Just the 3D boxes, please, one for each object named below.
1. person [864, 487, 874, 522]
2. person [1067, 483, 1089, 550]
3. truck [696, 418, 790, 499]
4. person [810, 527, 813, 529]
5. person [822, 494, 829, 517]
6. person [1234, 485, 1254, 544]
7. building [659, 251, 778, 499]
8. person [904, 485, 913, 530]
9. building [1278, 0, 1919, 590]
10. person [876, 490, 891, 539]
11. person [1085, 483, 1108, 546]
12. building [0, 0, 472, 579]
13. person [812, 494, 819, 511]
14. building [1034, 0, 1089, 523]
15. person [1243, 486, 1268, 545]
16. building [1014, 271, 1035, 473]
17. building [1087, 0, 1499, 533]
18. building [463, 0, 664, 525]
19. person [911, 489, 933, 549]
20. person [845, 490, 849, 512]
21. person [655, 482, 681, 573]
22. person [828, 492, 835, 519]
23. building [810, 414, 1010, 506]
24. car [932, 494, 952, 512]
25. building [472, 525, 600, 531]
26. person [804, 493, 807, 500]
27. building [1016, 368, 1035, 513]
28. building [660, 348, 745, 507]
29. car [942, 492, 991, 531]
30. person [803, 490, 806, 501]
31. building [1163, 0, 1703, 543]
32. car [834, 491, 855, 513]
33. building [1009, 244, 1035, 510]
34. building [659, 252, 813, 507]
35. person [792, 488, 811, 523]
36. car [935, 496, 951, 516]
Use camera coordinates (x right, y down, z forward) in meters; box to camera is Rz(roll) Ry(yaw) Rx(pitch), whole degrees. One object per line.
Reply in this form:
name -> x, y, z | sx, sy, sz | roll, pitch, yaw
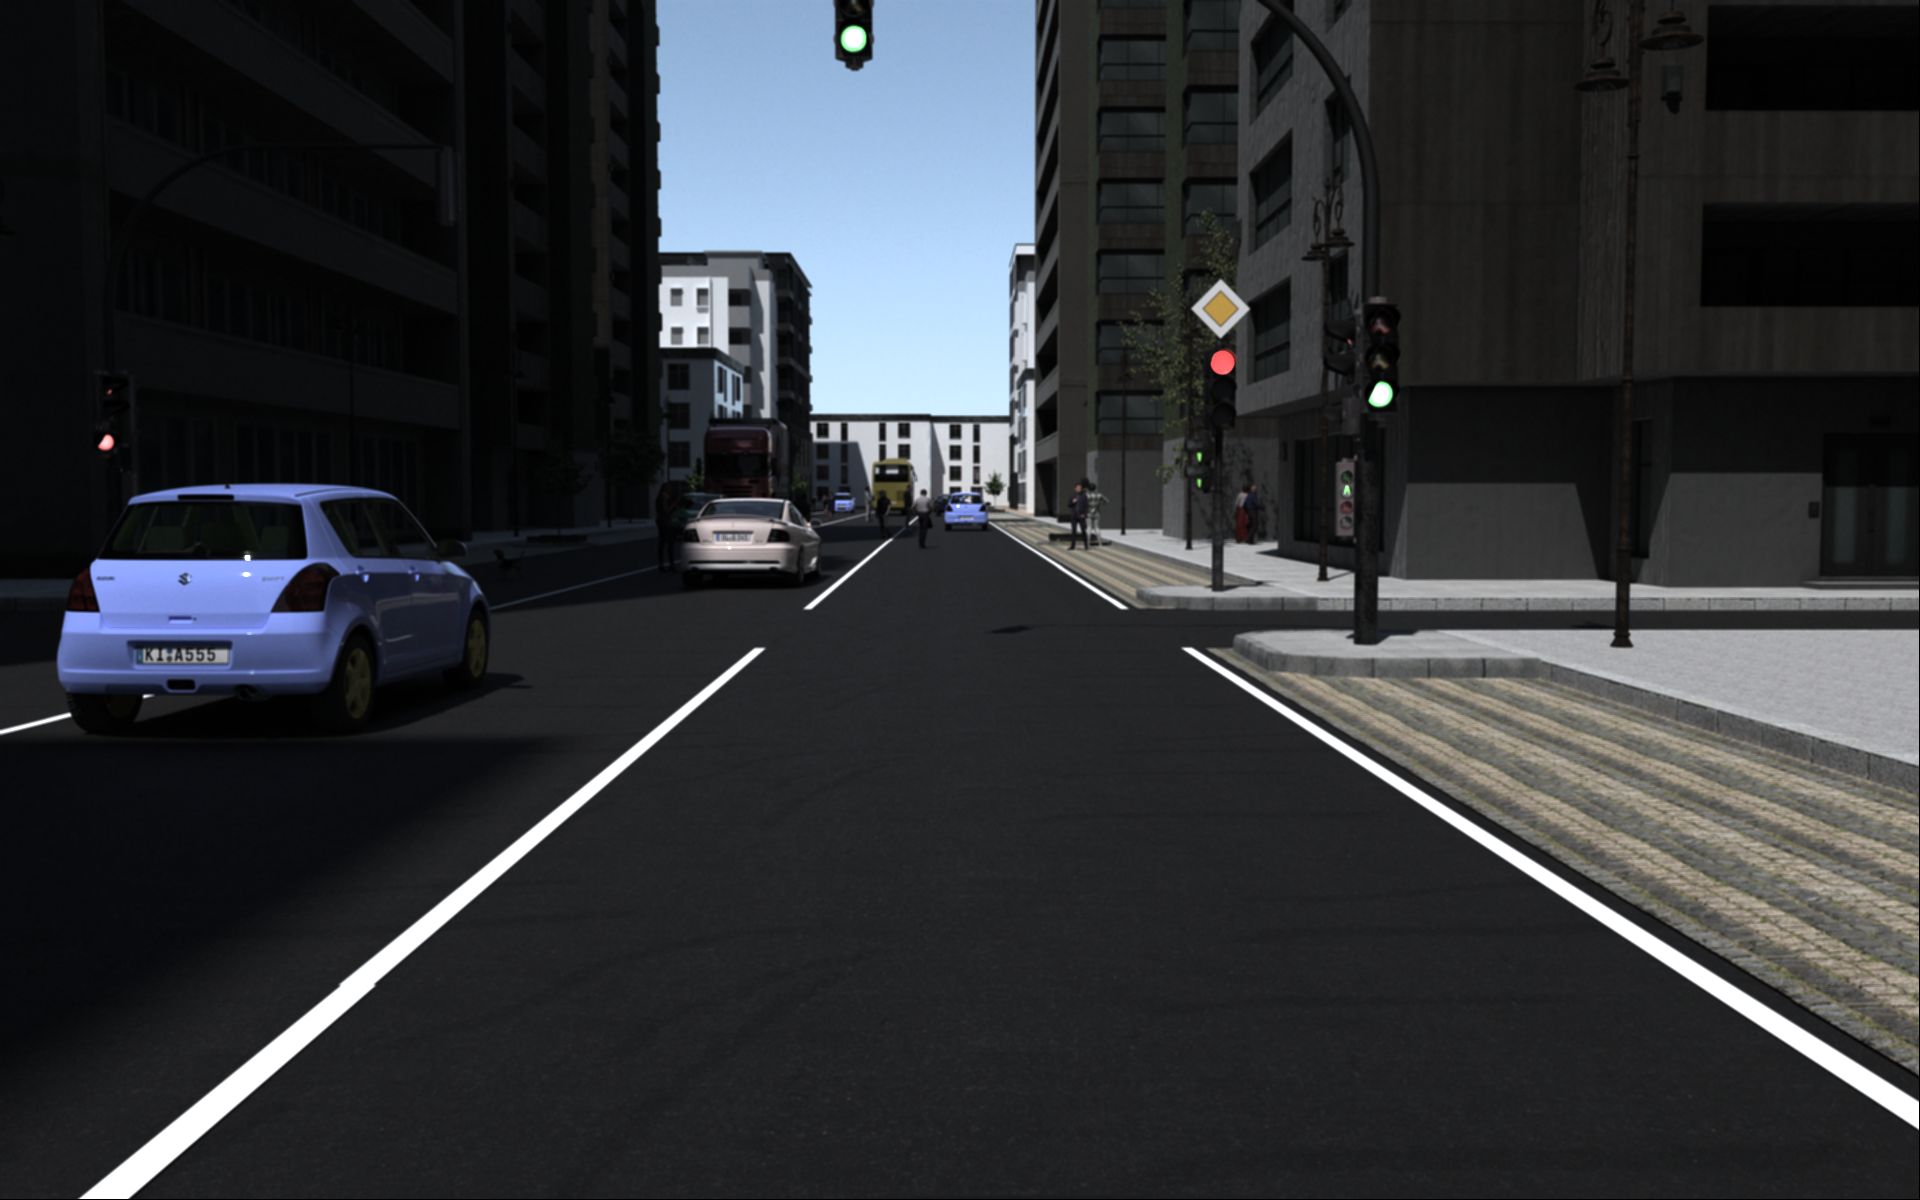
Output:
person -> -4.667, -4.922, 89.125 | 0.789, 1.805, 0.875 | -1, 4, -8
person -> 3.011, -2.124, 44.142 | 0.541, 1.710, 0.530 | 2, 4, 30
truck -> -8.104, -4.728, 66.214 | 2.839, 4.237, 11.283 | 0, 4, -2
person -> -4.303, -1.901, 50.061 | 0.357, 0.543, 0.381 | 3, 4, 37
person -> -8.542, -6.026, 110.261 | 0.421, 1.427, 0.697 | 0, 4, 6
person -> 7.325, -2.212, 44.681 | 0.523, 1.526, 0.387 | 2, 4, 23
building -> -21.959, -16.897, 132.681 | 16.016, 20.091, 11.380 | 0, 4, 0
person -> -2.019, -3.674, 68.698 | 0.434, 1.807, 0.598 | 2, 4, 27
building -> 12.593, -15.684, 28.133 | 14.107, 30.474, 14.160 | 0, 4, 0
person -> -2.358, -2.713, 55.074 | 0.471, 1.553, 0.569 | -2, 4, -27
person -> 3.608, -2.320, 47.156 | 0.841, 1.734, 0.376 | 0, 4, -5
building -> -23.829, -25.159, 35.057 | 21.300, 48.544, 21.600 | 0, 4, 0
person -> -12.260, -8.278, 147.029 | 0.628, 1.438, 0.799 | 0, 4, -3
building -> 14.944, -28.291, 86.266 | 21.300, 48.544, 21.600 | 0, 4, 0
person -> 7.502, -2.152, 43.922 | 0.600, 1.496, 0.574 | 0, 3, 0
building -> 12.337, -17.089, 135.831 | 16.016, 20.091, 11.380 | 0, 4, 0
building -> 11.934, -18.167, 68.733 | 14.160, 30.474, 14.107 | 0, 4, 0
building -> -23.023, -19.238, 86.241 | 14.160, 30.474, 14.107 | 0, 4, 0
person -> -1.006, -2.147, 45.813 | 0.614, 1.554, 0.590 | 1, 4, 23
person -> -8.911, -7.706, 135.205 | 0.721, 1.735, 1.217 | -3, 4, -37
person -> -5.289, -1.319, 31.540 | 0.593, 1.643, 0.415 | 1, 4, 21
person -> -7.273, -5.327, 97.964 | 0.453, 1.535, 0.546 | 0, 4, -5
building -> -3.202, -14.927, 186.204 | 28.070, 9.664, 9.099 | 0, 4, 0
car -> -1.189, -7.754, 138.571 | 2.131, 1.459, 4.920 | 0, 4, 0
building -> -21.372, -17.721, 61.436 | 14.160, 30.474, 14.107 | 0, 4, 0
person -> -13.905, -9.003, 154.168 | 0.541, 1.710, 0.530 | 1, 4, 14
building -> 8.872, -10.621, 115.803 | 9.099, 9.664, 28.070 | 0, 4, 0
building -> -18.605, -10.471, 113.340 | 9.099, 9.664, 28.070 | 0, 4, 0
car -> 0.262, -3.612, 68.654 | 1.945, 1.707, 3.694 | 0, 4, 1
person -> -11.014, -6.805, 120.588 | 0.721, 1.723, 1.217 | 2, 4, 24
building -> 13.255, -17.306, 54.663 | 14.160, 30.474, 14.107 | 0, 4, 0
car -> -8.846, -7.408, 130.714 | 1.945, 1.707, 3.694 | 0, 4, -1
building -> 18.346, -19.203, 157.942 | 27.936, 21.610, 32.646 | 0, 4, 0
building -> -30.745, -19.360, 160.517 | 32.646, 21.610, 27.936 | 0, 4, 0
person -> -3.248, -1.469, 34.725 | 0.569, 1.553, 0.471 | -1, 4, -12
car -> -0.684, -6.159, 113.286 | 1.945, 1.354, 3.894 | 0, 4, 0
